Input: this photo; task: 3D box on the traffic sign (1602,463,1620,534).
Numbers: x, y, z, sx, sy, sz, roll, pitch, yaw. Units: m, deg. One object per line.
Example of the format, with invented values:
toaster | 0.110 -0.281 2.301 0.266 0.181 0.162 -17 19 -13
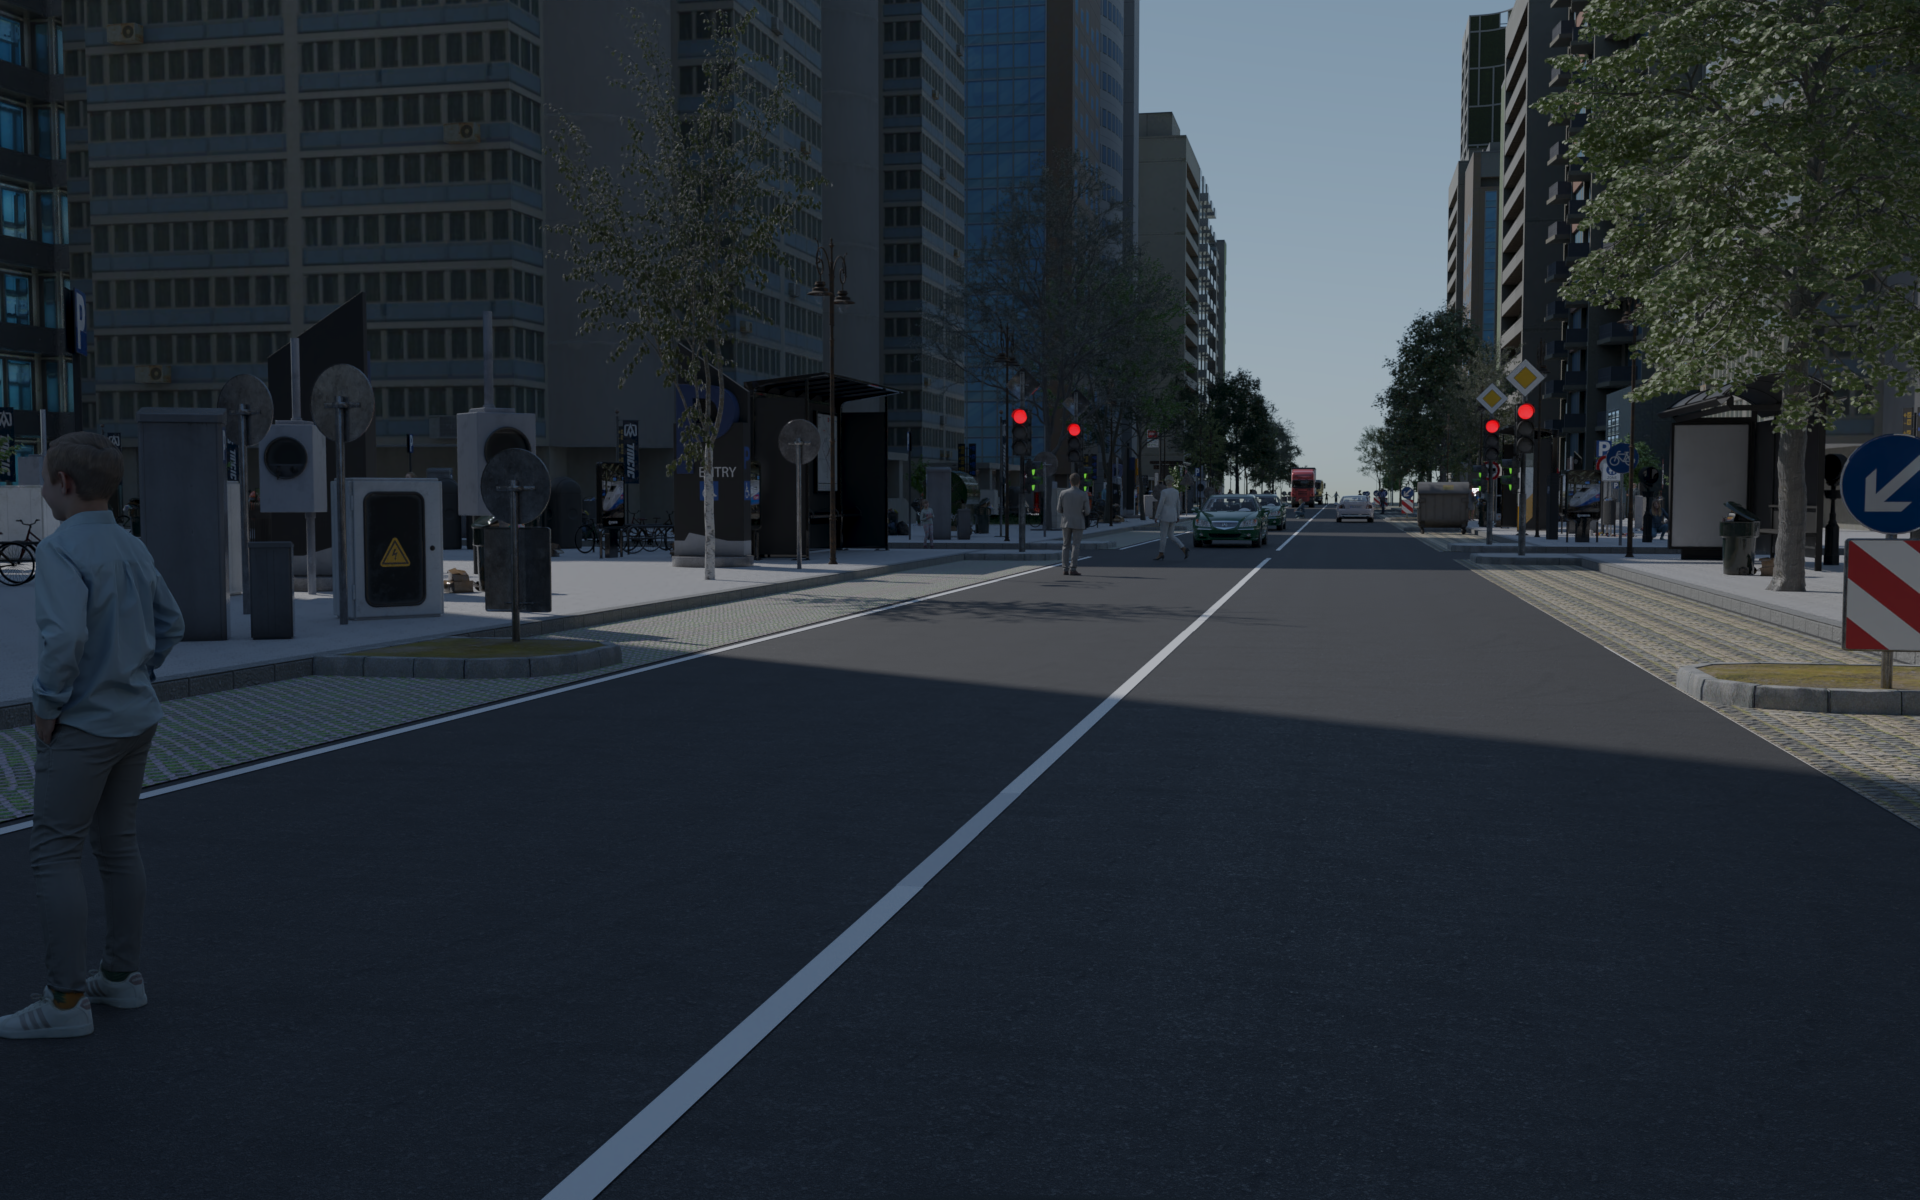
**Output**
traffic sign | 20.867 -3.263 55.473 0.606 2.300 0.079 1 4 18

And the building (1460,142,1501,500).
building | 71.406 -34.836 219.671 14.600 45.320 14.200 1 4 12

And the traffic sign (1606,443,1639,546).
traffic sign | 16.453 -2.628 43.080 0.768 2.556 0.104 1 4 21

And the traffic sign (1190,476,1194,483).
traffic sign | 15.637 -7.242 118.509 0.768 2.556 0.104 1 4 13

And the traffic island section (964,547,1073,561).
traffic island section | 1.357 -0.989 38.449 2.009 0.180 2.903 1 4 12

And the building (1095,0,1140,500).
building | 3.490 -37.247 150.995 21.231 58.520 28.212 1 4 12

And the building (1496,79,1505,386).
building | 60.161 -29.793 170.713 14.154 41.232 14.086 1 4 12

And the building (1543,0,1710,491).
building | 55.193 -28.878 126.786 22.147 44.769 28.867 1 4 12

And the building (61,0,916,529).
building | -19.129 -23.192 71.077 32.217 40.220 23.993 1 4 12

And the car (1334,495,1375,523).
car | 20.228 -4.672 88.750 2.083 1.381 4.827 1 4 12

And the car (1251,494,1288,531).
car | 12.149 -3.543 69.718 2.131 1.459 4.920 1 4 13

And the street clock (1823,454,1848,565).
street clock | 15.720 -1.628 31.192 0.358 2.002 0.471 -2 4 -26

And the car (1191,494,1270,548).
car | 7.537 -2.217 48.042 2.131 1.459 4.920 1 4 13

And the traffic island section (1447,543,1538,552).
traffic island section | 13.460 -1.327 43.978 2.009 0.180 2.903 1 4 12

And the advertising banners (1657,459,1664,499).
advertising banners | 34.587 -5.462 85.491 0.090 3.025 2.074 2 4 28

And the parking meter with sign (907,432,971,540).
parking meter with sign | -0.587 -3.200 48.585 1.738 3.016 0.543 0 4 -7

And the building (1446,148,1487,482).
building | 78.126 -37.498 236.793 21.300 48.544 21.600 1 4 12

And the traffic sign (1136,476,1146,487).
traffic sign | 10.016 -5.723 95.697 0.606 2.300 0.079 1 4 20

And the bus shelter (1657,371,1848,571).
bus shelter | 14.075 -2.279 31.188 2.014 3.302 5.546 1 4 12

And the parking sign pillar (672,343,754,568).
parking sign pillar | -4.397 -2.584 30.719 1.447 3.967 1.447 1 4 11

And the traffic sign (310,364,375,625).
traffic sign | -6.061 -1.031 16.962 0.768 2.556 0.104 1 4 20

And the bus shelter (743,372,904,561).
bus shelter | -2.769 -2.764 36.478 1.731 3.624 6.357 1 4 12

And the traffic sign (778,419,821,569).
traffic sign | -2.748 -1.800 29.542 0.768 2.556 0.104 1 4 16

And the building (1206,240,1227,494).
building | 34.190 -35.994 272.088 14.154 41.232 14.086 1 4 12

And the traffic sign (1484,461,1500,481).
traffic sign | 20.158 -4.026 65.929 0.768 2.556 0.104 1 4 22

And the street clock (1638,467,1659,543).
street clock | 18.230 -2.527 45.892 0.471 2.002 0.358 -1 4 -9

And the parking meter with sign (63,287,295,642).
parking meter with sign | -6.772 -1.154 15.127 1.738 3.016 0.543 -1 4 -18

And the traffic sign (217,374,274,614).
traffic sign | -7.609 -1.119 18.407 0.768 2.556 0.104 1 4 22

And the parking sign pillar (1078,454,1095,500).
parking sign pillar | 8.339 -7.782 115.705 1.447 3.967 1.447 3 4 36

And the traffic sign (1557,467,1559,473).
traffic sign | 24.802 -4.452 72.889 0.768 2.556 0.104 1 4 21

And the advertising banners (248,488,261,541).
advertising banners | -15.323 -2.469 36.559 2.074 3.025 0.090 1 4 12

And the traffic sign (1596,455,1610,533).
traffic sign | 20.835 -3.400 55.688 0.768 2.556 0.104 1 4 20

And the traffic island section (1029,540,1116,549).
traffic island section | 3.065 -1.466 46.250 2.009 0.180 2.903 1 4 12

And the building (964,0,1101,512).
building | 2.650 -29.342 129.858 14.600 45.320 14.200 1 4 12

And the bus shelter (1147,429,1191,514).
bus shelter | 13.207 -8.089 109.893 2.179 5.291 8.768 1 4 12

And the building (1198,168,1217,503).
building | 25.266 -38.620 251.042 23.786 49.044 30.456 1 4 12

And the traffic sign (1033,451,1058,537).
traffic sign | 2.535 -3.157 51.720 0.768 2.556 0.104 1 4 16

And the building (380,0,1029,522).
building | -12.947 -25.109 102.415 32.217 40.220 23.993 1 4 12

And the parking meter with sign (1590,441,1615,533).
parking meter with sign | 20.805 -3.731 57.257 0.543 3.016 1.738 -1 4 -9

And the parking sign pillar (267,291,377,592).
parking sign pillar | -8.577 -2.132 23.326 1.447 3.967 1.447 0 4 1

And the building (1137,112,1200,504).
building | 19.417 -36.768 224.864 21.300 48.544 21.600 1 4 12

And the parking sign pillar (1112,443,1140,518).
parking sign pillar | 8.922 -6.311 91.655 1.447 3.967 1.447 0 4 -3

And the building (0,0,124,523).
building | -50.306 -28.093 78.930 30.456 49.044 23.786 1 4 12

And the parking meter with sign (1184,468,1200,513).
parking meter with sign | 15.109 -7.264 115.027 1.738 3.016 0.543 -2 4 -28

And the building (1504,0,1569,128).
building | 59.474 -32.286 151.582 21.300 48.544 21.600 1 4 12

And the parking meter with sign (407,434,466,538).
parking meter with sign | -15.107 -3.307 50.325 1.738 3.016 0.543 0 4 -8

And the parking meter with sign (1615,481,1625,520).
parking meter with sign | 32.540 -5.524 86.584 0.543 3.016 1.738 -1 4 -21

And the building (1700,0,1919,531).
building | 41.480 -22.660 62.373 23.993 40.220 32.217 1 4 12

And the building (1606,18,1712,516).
building | 49.553 -47.709 92.715 22.319 86.520 31.000 1 4 12

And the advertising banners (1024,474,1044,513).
advertising banners | 5.126 -7.234 114.467 2.074 3.025 0.090 2 4 24

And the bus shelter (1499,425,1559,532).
bus shelter | 20.051 -4.299 61.569 1.731 3.624 6.357 1 4 12

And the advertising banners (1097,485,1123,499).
advertising banners | 8.978 -6.406 100.922 2.074 3.025 0.090 -1 4 -11

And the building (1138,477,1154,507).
building | 3.847 -29.761 178.465 32.217 40.220 23.993 1 4 12

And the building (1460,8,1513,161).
building | 82.929 -50.084 257.127 20.563 71.187 20.611 1 4 12

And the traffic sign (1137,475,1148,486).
traffic sign | 9.753 -5.533 92.599 0.606 2.300 0.079 1 4 19
